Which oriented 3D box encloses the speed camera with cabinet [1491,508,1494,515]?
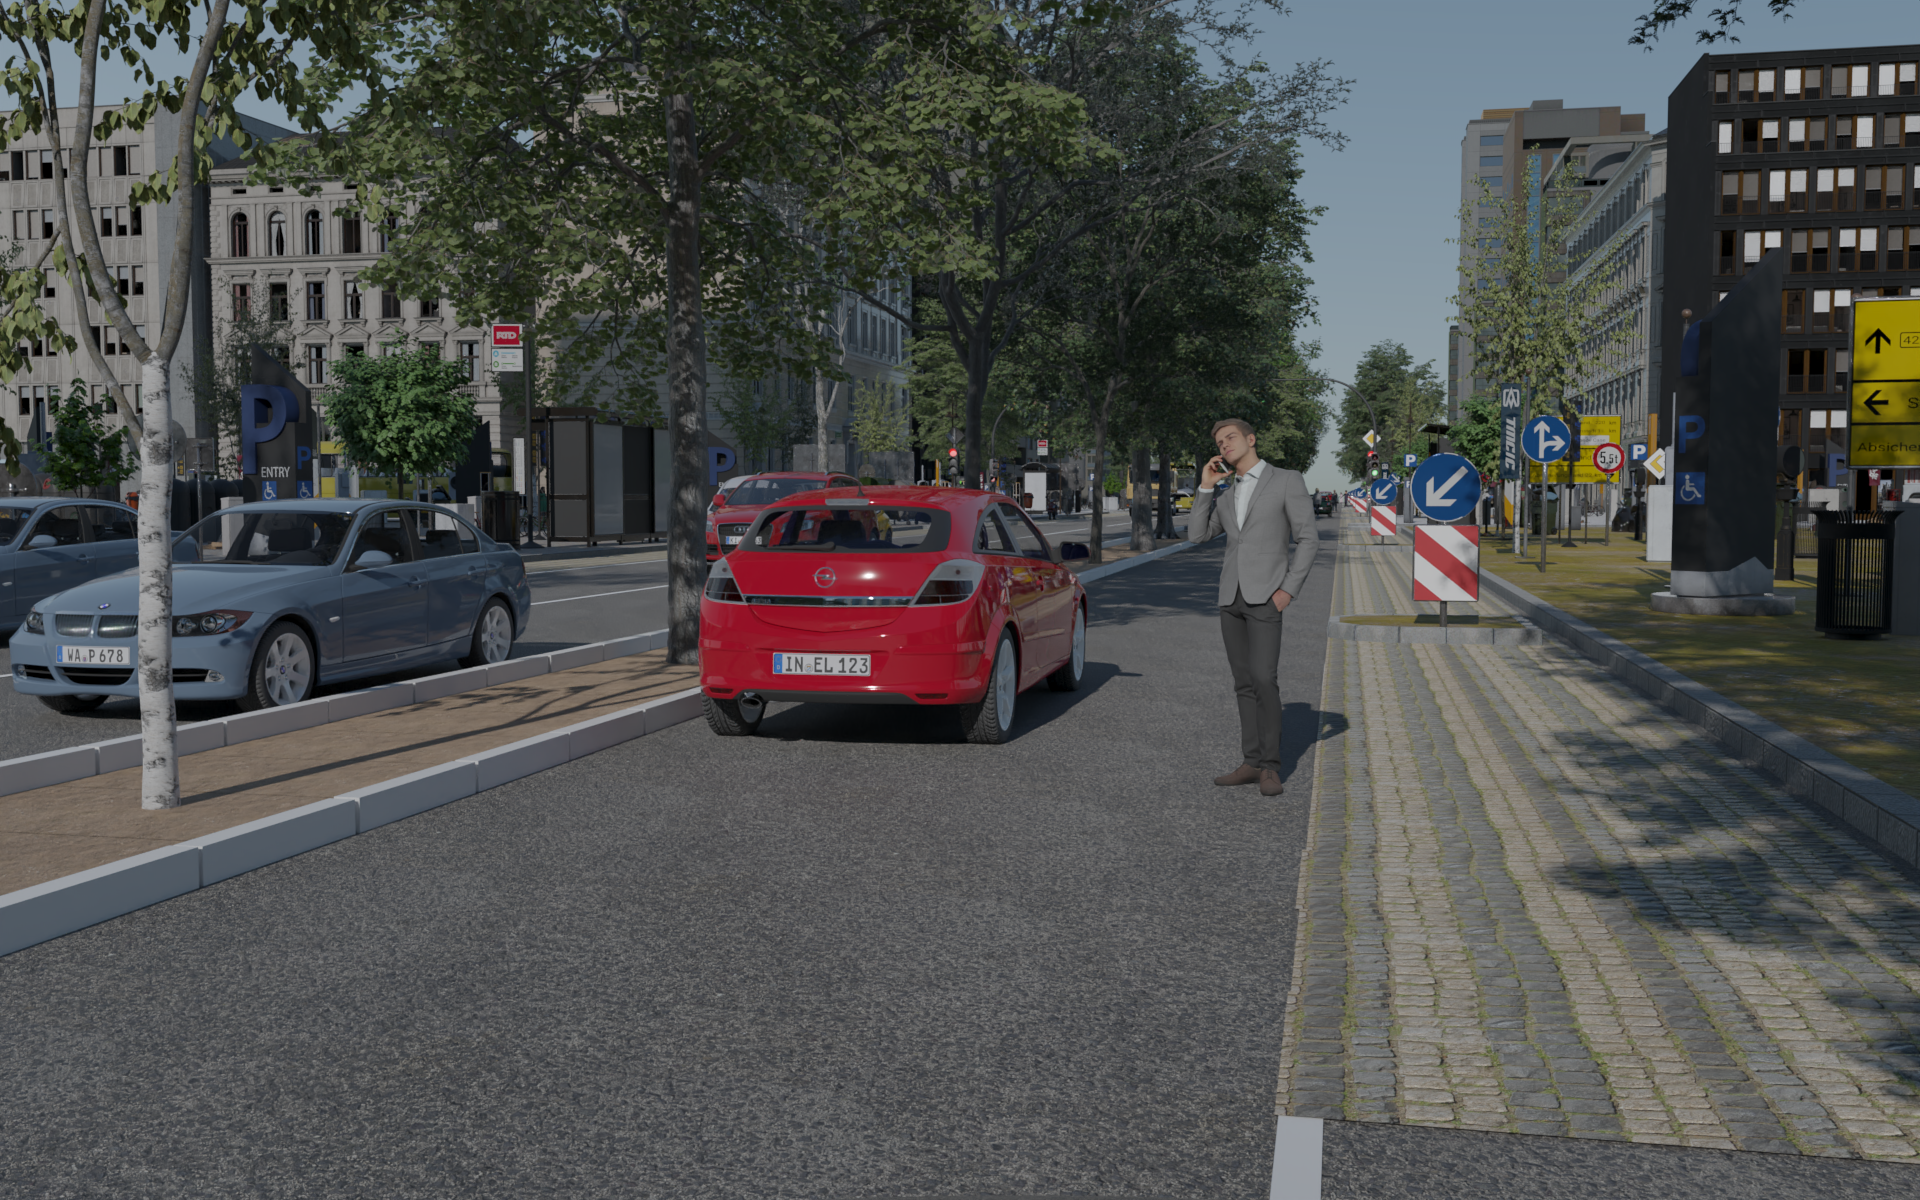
[{"bbox_3d":[30.076,-6.352,98.185,2.038,3.252,0.660,0,4,-6],"label":"speed camera with cabinet"}]

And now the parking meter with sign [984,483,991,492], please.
[{"bbox_3d":[1.961,-7.289,115.433,0.543,3.016,1.738,3,5,43],"label":"parking meter with sign"}]

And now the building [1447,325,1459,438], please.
[{"bbox_3d":[89.578,-31.875,292.851,14.160,30.474,14.107,1,4,12],"label":"building"}]

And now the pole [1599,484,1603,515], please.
[{"bbox_3d":[40.250,-7.022,108.658,0.158,3.312,0.155,0,3,0],"label":"pole"}]

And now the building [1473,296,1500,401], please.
[{"bbox_3d":[81.287,-29.281,250.438,14.160,30.474,14.107,1,4,12],"label":"building"}]

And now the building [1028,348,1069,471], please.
[{"bbox_3d":[-3.646,-21.355,194.197,27.650,21.520,28.899,1,4,12],"label":"building"}]

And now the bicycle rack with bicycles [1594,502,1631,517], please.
[{"bbox_3d":[33.735,-4.447,86.098,2.852,0.926,2.925,-1,4,-11],"label":"bicycle rack with bicycles"}]

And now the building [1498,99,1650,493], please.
[{"bbox_3d":[69.218,-33.443,196.908,14.600,45.320,14.200,1,4,12],"label":"building"}]

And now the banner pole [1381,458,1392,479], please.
[{"bbox_3d":[29.537,-7.936,119.764,0.863,3.779,0.401,0,4,8],"label":"banner pole"}]

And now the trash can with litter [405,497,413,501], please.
[{"bbox_3d":[-20.642,-3.333,65.884,1.055,1.170,0.624,-2,4,-28],"label":"trash can with litter"}]

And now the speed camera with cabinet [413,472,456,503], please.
[{"bbox_3d":[-20.650,-4.557,68.843,2.038,3.252,0.660,0,4,-7],"label":"speed camera with cabinet"}]

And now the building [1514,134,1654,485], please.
[{"bbox_3d":[73.477,-29.647,176.603,32.217,40.220,23.993,1,4,12],"label":"building"}]

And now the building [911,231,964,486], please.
[{"bbox_3d":[-7.387,-19.242,144.291,12.332,23.373,15.834,1,4,12],"label":"building"}]

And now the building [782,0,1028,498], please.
[{"bbox_3d":[-5.754,-33.292,168.027,21.300,48.544,21.600,1,4,12],"label":"building"}]

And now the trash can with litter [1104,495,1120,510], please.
[{"bbox_3d":[11.998,-7.886,139.989,2.233,1.210,1.678,-1,4,-11],"label":"trash can with litter"}]

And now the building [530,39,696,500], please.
[{"bbox_3d":[-15.896,-19.604,106.426,13.634,28.700,20.117,1,4,12],"label":"building"}]

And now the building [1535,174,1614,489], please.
[{"bbox_3d":[60.647,-23.765,160.258,14.160,30.474,14.107,1,4,12],"label":"building"}]

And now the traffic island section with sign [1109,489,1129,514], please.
[{"bbox_3d":[12.036,-7.228,126.808,1.989,1.847,2.006,1,4,12],"label":"traffic island section with sign"}]

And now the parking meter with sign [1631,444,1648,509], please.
[{"bbox_3d":[24.049,-3.978,61.305,0.543,3.016,1.738,2,4,24],"label":"parking meter with sign"}]

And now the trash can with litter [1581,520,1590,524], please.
[{"bbox_3d":[27.147,-3.991,76.318,2.233,1.210,1.678,-3,4,-38],"label":"trash can with litter"}]

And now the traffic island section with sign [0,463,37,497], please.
[{"bbox_3d":[-11.543,-0.713,20.292,1.989,1.847,2.006,1,4,12],"label":"traffic island section with sign"}]

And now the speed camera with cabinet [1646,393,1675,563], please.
[{"bbox_3d":[13.712,-2.374,33.155,0.660,3.252,2.038,2,4,34],"label":"speed camera with cabinet"}]

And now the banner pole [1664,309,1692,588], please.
[{"bbox_3d":[9.892,-2.036,23.303,0.401,3.779,0.863,-1,4,-17],"label":"banner pole"}]

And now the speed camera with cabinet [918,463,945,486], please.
[{"bbox_3d":[-1.865,-7.641,119.271,2.038,3.252,0.660,1,4,12],"label":"speed camera with cabinet"}]

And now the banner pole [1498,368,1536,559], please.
[{"bbox_3d":[11.082,-2.718,34.456,0.863,3.779,0.401,-1,4,-17],"label":"banner pole"}]

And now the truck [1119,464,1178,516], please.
[{"bbox_3d":[12.499,-7.143,112.708,3.469,3.379,9.791,1,4,12],"label":"truck"}]

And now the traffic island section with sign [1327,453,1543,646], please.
[{"bbox_3d":[4.717,-0.536,17.387,1.989,1.847,2.006,1,4,12],"label":"traffic island section with sign"}]

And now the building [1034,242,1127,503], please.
[{"bbox_3d":[10.321,-35.110,265.931,32.217,40.220,23.993,1,4,12],"label":"building"}]

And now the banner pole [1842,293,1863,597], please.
[{"bbox_3d":[11.311,-1.926,21.514,0.401,3.779,0.863,-3,4,-36],"label":"banner pole"}]

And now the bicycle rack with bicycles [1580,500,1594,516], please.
[{"bbox_3d":[35.671,-5.294,99.933,2.925,0.926,2.852,1,4,19],"label":"bicycle rack with bicycles"}]

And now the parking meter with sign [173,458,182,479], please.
[{"bbox_3d":[-28.437,-4.019,61.964,1.738,3.016,0.543,3,5,43],"label":"parking meter with sign"}]

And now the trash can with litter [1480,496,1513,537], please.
[{"bbox_3d":[16.233,-2.564,52.981,1.678,1.210,2.233,1,4,19],"label":"trash can with litter"}]

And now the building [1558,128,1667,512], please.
[{"bbox_3d":[53.568,-21.131,121.913,17.030,29.872,44.131,1,4,12],"label":"building"}]

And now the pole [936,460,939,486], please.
[{"bbox_3d":[-1.270,-6.411,98.663,0.158,3.312,0.155,0,3,0],"label":"pole"}]

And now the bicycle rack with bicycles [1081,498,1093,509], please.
[{"bbox_3d":[10.976,-8.050,144.994,2.925,0.926,2.852,-3,5,-42],"label":"bicycle rack with bicycles"}]

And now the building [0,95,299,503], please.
[{"bbox_3d":[-54.007,-17.907,110.801,19.932,24.808,12.078,1,4,12],"label":"building"}]

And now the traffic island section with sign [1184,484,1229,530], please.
[{"bbox_3d":[10.057,-3.745,69.361,2.006,1.907,1.989,1,4,12],"label":"traffic island section with sign"}]

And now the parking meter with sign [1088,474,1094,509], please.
[{"bbox_3d":[11.287,-9.348,149.094,0.543,3.016,1.738,0,4,-6],"label":"parking meter with sign"}]

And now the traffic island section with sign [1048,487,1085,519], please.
[{"bbox_3d":[6.210,-5.618,100.488,1.989,1.847,2.006,1,4,12],"label":"traffic island section with sign"}]

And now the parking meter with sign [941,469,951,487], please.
[{"bbox_3d":[-0.842,-6.766,106.892,0.543,3.016,1.738,-2,4,-26],"label":"parking meter with sign"}]

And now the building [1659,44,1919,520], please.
[{"bbox_3d":[45.874,-15.897,89.595,15.834,23.373,12.332,1,4,12],"label":"building"}]

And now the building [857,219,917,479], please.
[{"bbox_3d":[-11.812,-20.821,126.325,13.634,28.700,20.117,1,4,12],"label":"building"}]

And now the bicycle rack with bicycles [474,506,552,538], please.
[{"bbox_3d":[-12.962,-2.334,51.541,2.925,0.926,2.852,2,4,25],"label":"bicycle rack with bicycles"}]

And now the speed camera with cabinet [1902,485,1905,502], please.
[{"bbox_3d":[14.642,-1.871,24.926,0.660,3.252,2.038,-1,4,-21],"label":"speed camera with cabinet"}]

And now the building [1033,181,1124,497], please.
[{"bbox_3d":[17.901,-42.886,290.421,28.713,52.752,27.495,1,4,12],"label":"building"}]

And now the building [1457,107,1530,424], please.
[{"bbox_3d":[88.614,-44.516,269.842,21.231,58.520,28.212,1,4,12],"label":"building"}]

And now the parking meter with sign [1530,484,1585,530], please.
[{"bbox_3d":[21.218,-4.000,61.654,1.738,3.016,0.543,1,4,19],"label":"parking meter with sign"}]

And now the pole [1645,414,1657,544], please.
[{"bbox_3d":[17.599,-3.073,44.091,0.158,3.312,0.155,0,3,0],"label":"pole"}]

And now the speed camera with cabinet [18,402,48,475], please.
[{"bbox_3d":[-20.068,-2.672,38.031,0.660,3.252,2.038,-1,4,-11],"label":"speed camera with cabinet"}]

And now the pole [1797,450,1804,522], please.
[{"bbox_3d":[38.625,-5.247,79.637,0.158,3.312,0.155,0,3,0],"label":"pole"}]

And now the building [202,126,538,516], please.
[{"bbox_3d":[-34.493,-16.956,106.117,19.941,23.489,11.050,1,4,12],"label":"building"}]

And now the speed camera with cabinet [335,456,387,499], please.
[{"bbox_3d":[-25.715,-4.894,74.355,2.038,3.252,0.660,-2,4,-34],"label":"speed camera with cabinet"}]

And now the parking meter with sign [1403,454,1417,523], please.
[{"bbox_3d":[19.839,-4.906,76.468,0.543,3.016,1.738,1,4,13],"label":"parking meter with sign"}]

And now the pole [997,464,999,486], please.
[{"bbox_3d":[2.350,-6.898,106.631,0.158,3.312,0.155,0,3,0],"label":"pole"}]
